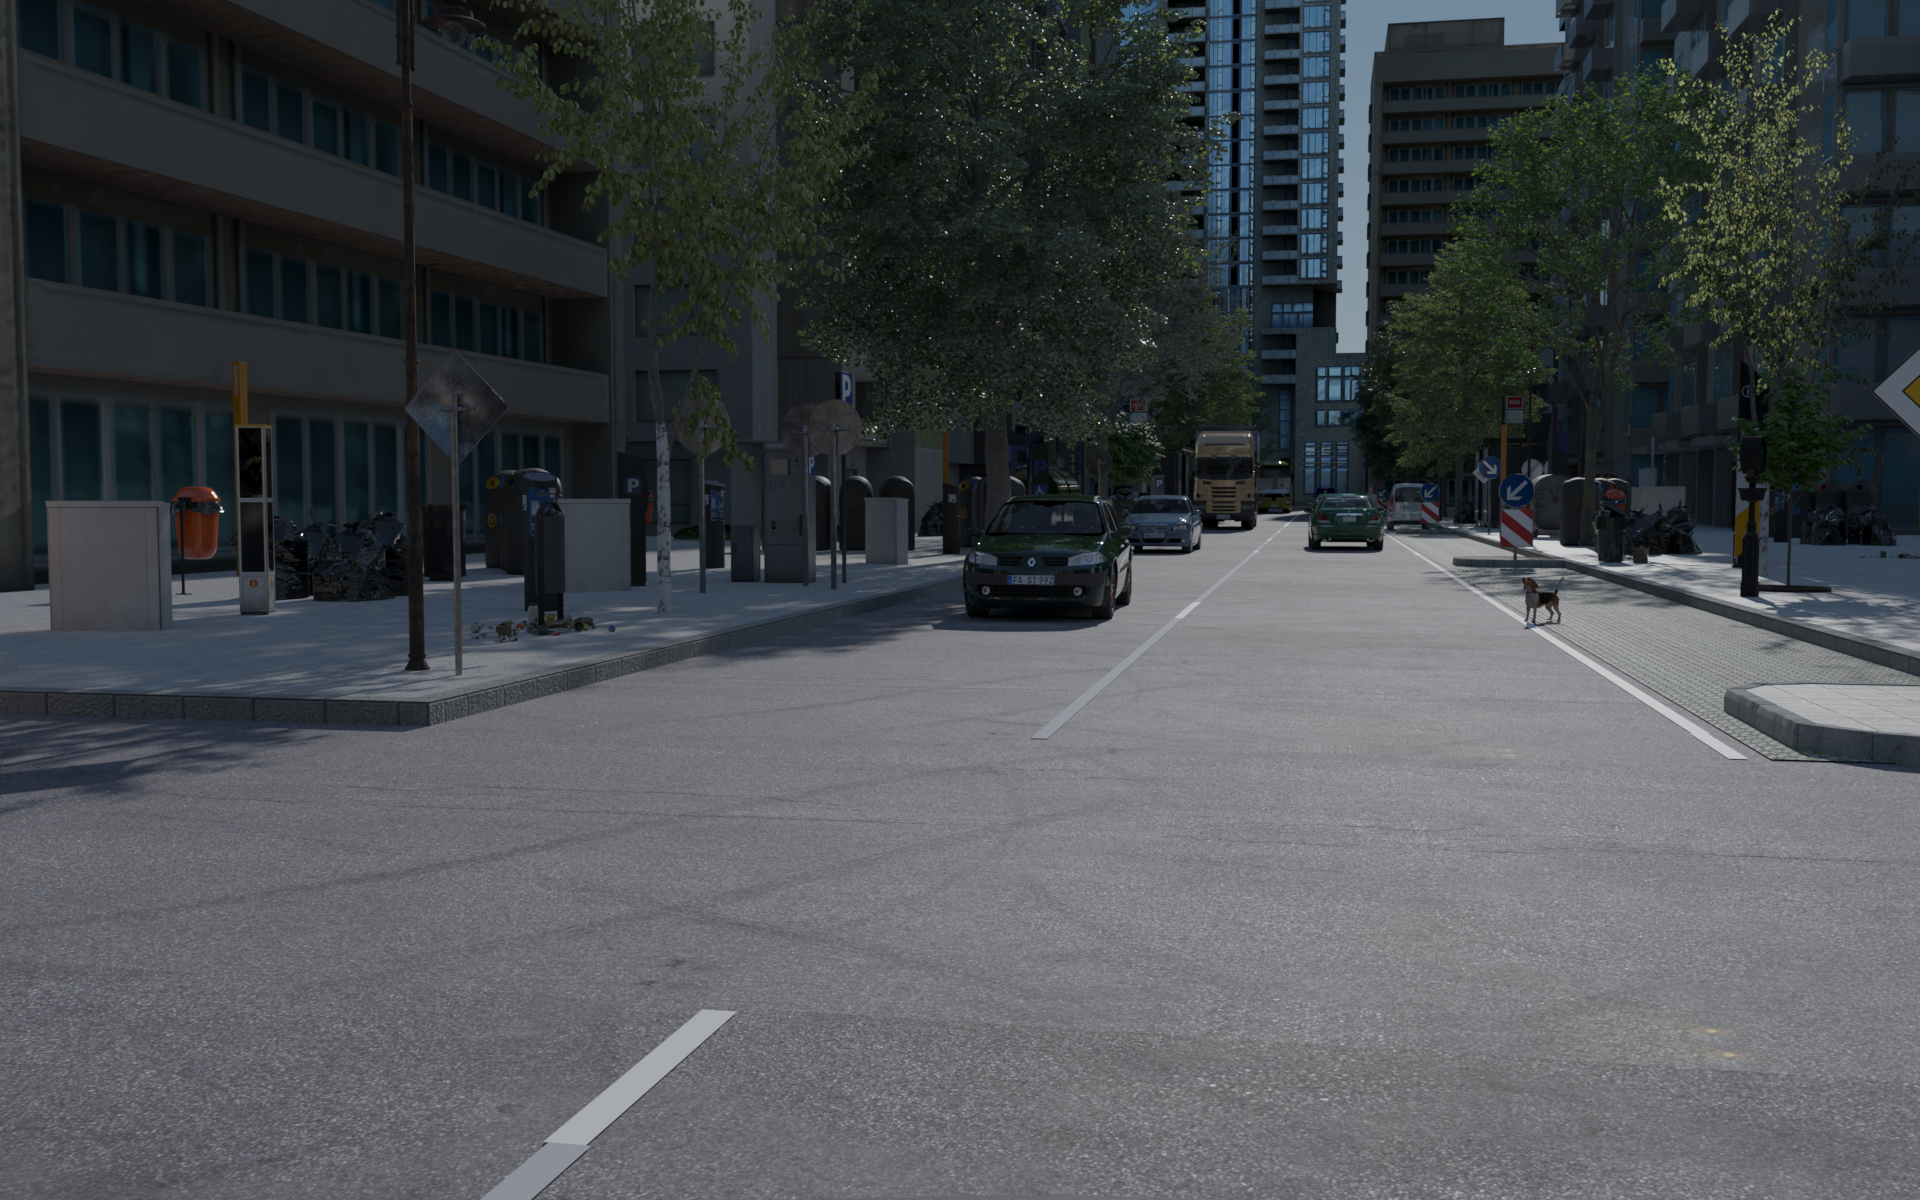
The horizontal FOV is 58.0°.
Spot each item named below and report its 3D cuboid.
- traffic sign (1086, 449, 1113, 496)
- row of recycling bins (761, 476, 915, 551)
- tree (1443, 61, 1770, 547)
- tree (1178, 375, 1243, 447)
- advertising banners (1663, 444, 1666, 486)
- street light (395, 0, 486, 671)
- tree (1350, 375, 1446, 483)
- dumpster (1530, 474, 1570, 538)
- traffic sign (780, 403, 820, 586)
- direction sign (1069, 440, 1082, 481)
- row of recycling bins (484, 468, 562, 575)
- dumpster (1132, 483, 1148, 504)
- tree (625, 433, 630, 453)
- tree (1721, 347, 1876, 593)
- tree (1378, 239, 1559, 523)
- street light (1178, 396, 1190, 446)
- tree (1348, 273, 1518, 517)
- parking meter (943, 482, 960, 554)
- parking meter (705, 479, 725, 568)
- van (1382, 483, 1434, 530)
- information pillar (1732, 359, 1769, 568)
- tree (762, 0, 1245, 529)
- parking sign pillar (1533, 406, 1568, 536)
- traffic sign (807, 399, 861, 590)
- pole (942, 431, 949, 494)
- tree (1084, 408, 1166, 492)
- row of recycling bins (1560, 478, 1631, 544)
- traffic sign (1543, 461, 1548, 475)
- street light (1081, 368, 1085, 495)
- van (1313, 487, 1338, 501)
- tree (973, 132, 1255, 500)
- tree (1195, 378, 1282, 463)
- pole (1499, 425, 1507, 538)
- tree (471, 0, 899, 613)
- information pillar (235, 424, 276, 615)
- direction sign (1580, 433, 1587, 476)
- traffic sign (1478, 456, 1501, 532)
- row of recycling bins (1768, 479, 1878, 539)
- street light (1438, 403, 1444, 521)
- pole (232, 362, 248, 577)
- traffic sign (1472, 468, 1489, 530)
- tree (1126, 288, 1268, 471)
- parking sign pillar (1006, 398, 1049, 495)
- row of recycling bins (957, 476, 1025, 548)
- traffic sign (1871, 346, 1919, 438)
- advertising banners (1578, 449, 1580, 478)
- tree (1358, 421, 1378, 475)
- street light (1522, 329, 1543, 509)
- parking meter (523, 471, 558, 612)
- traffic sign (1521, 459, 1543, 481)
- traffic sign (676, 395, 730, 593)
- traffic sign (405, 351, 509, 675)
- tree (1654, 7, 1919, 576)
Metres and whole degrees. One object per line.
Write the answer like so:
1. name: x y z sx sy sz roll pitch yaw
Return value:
1. traffic sign: 3.905 -2.976 48.763 0.768 2.556 0.104 1 4 19
2. row of recycling bins: -2.788 -1.988 39.620 3.534 1.692 1.069 0 4 -1
3. tree: 15.564 -7.117 42.111 9.928 11.665 9.643 0 3 0
4. tree: 16.012 -9.880 111.895 4.360 8.622 3.978 0 3 0
5. advertising banners: 24.912 -3.978 61.236 0.090 3.025 2.074 2 4 23
6. street light: -3.965 -2.428 12.478 0.468 5.910 1.993 1 4 12
7. tree: 30.223 -11.101 115.913 8.767 10.594 7.601 1 4 21
8. dumpster: 17.561 -2.795 51.462 1.264 1.857 1.865 1 4 12
9. traffic sign: -2.154 -1.470 24.134 0.768 2.556 0.104 1 4 17
10. direction sign: 4.864 -4.907 72.226 0.379 3.537 0.876 -3 4 -39
11. row of recycling bins: -7.284 -1.337 28.974 1.069 1.692 3.534 -1 4 -22
12. dumpster: 8.734 -4.718 82.902 1.264 1.857 1.865 1 4 12
13. tree: -9.696 -3.269 48.048 1.663 3.219 1.824 0 3 0
14. tree: 11.018 -1.740 23.058 1.663 3.219 1.824 0 3 0
15. tree: 22.827 -9.747 77.490 7.486 12.596 7.792 0 3 0
16. street light: 10.489 -6.642 81.390 0.468 5.910 1.993 1 4 12
17. tree: 27.112 -11.643 97.015 9.857 13.997 8.962 0 3 0
18. parking meter: -0.188 -1.756 37.126 0.372 1.533 0.369 0 3 0
19. parking meter: -4.263 -1.320 29.994 0.372 1.533 0.369 0 3 0
20. van: 17.931 -3.806 69.242 2.013 2.044 4.112 1 4 13
21. information pillar: 13.725 -2.367 30.054 0.504 3.616 0.183 1 4 15
22. tree: 0.760 -7.831 34.693 9.857 13.997 8.962 0 3 0
23. parking sign pillar: 18.576 -4.003 53.927 1.447 3.967 1.447 1 4 13
24. traffic sign: -1.698 -1.413 23.216 0.768 2.556 0.104 1 4 15
25. pole: -0.351 -3.002 42.933 0.158 3.312 0.155 0 3 0
26. tree: 6.223 -5.057 66.393 4.285 4.588 4.351 0 3 0
27. row of recycling bins: 16.496 -2.320 45.043 1.069 1.692 3.534 3 5 39
28. traffic sign: 21.101 -3.757 61.531 0.768 2.556 0.104 1 4 12
29. street light: 3.339 -4.539 46.993 0.468 5.910 1.993 1 4 12
30. van: 32.681 -9.204 154.866 2.240 2.365 5.245 1 4 12
31. tree: 4.873 -9.019 57.826 12.009 13.543 11.850 0 3 0
32. tree: 24.477 -13.899 152.997 9.928 11.665 9.643 0 3 0
33. pole: 16.019 -3.501 51.078 0.158 3.312 0.155 0 3 0
34. tree: -2.944 -4.161 18.401 4.737 8.622 4.395 0 3 0
35. information pillar: -7.496 -0.853 18.432 0.304 2.012 0.304 0 4 -8
36. direction sign: 23.157 -4.427 64.386 0.379 3.537 0.876 0 4 5
37. traffic sign: 17.824 -3.559 58.290 0.768 2.556 0.104 1 4 15
38. row of recycling bins: 24.792 -2.631 50.134 1.069 1.692 3.534 -2 4 -32
39. street light: 23.078 -6.742 83.017 0.468 5.910 1.993 1 4 12
40. pole: -11.137 -2.019 26.859 0.158 3.312 0.155 0 3 0
41. traffic sign: 18.592 -3.690 61.509 0.795 2.450 0.064 1 4 19
42. tree: 13.028 -10.813 94.926 7.486 12.596 7.792 0 3 0
43. parking sign pillar: 1.960 -3.360 43.412 1.447 3.967 1.447 0 4 -3
44. row of recycling bins: 0.734 -2.047 40.574 1.069 1.692 3.534 -1 4 -14
45. traffic sign: 5.789 -0.404 10.246 0.795 2.450 0.064 1 4 12
46. advertising banners: 23.944 -4.337 67.099 0.090 3.025 2.074 1 4 21
47. tree: 37.512 -14.049 147.830 7.486 12.596 7.792 0 3 0
48. street light: 15.863 -4.614 48.222 0.468 5.910 1.993 1 4 12
49. parking meter: -4.603 -0.649 19.024 0.372 1.533 0.369 0 3 0
50. traffic sign: 20.959 -3.878 63.504 0.768 2.556 0.104 1 4 13
51. traffic sign: -3.331 -1.361 22.354 0.768 2.556 0.104 1 4 16
52. traffic sign: -3.549 -0.524 12.215 0.795 2.450 0.064 1 4 12
53. tree: 12.553 -4.663 26.607 4.360 8.622 3.978 0 3 0
